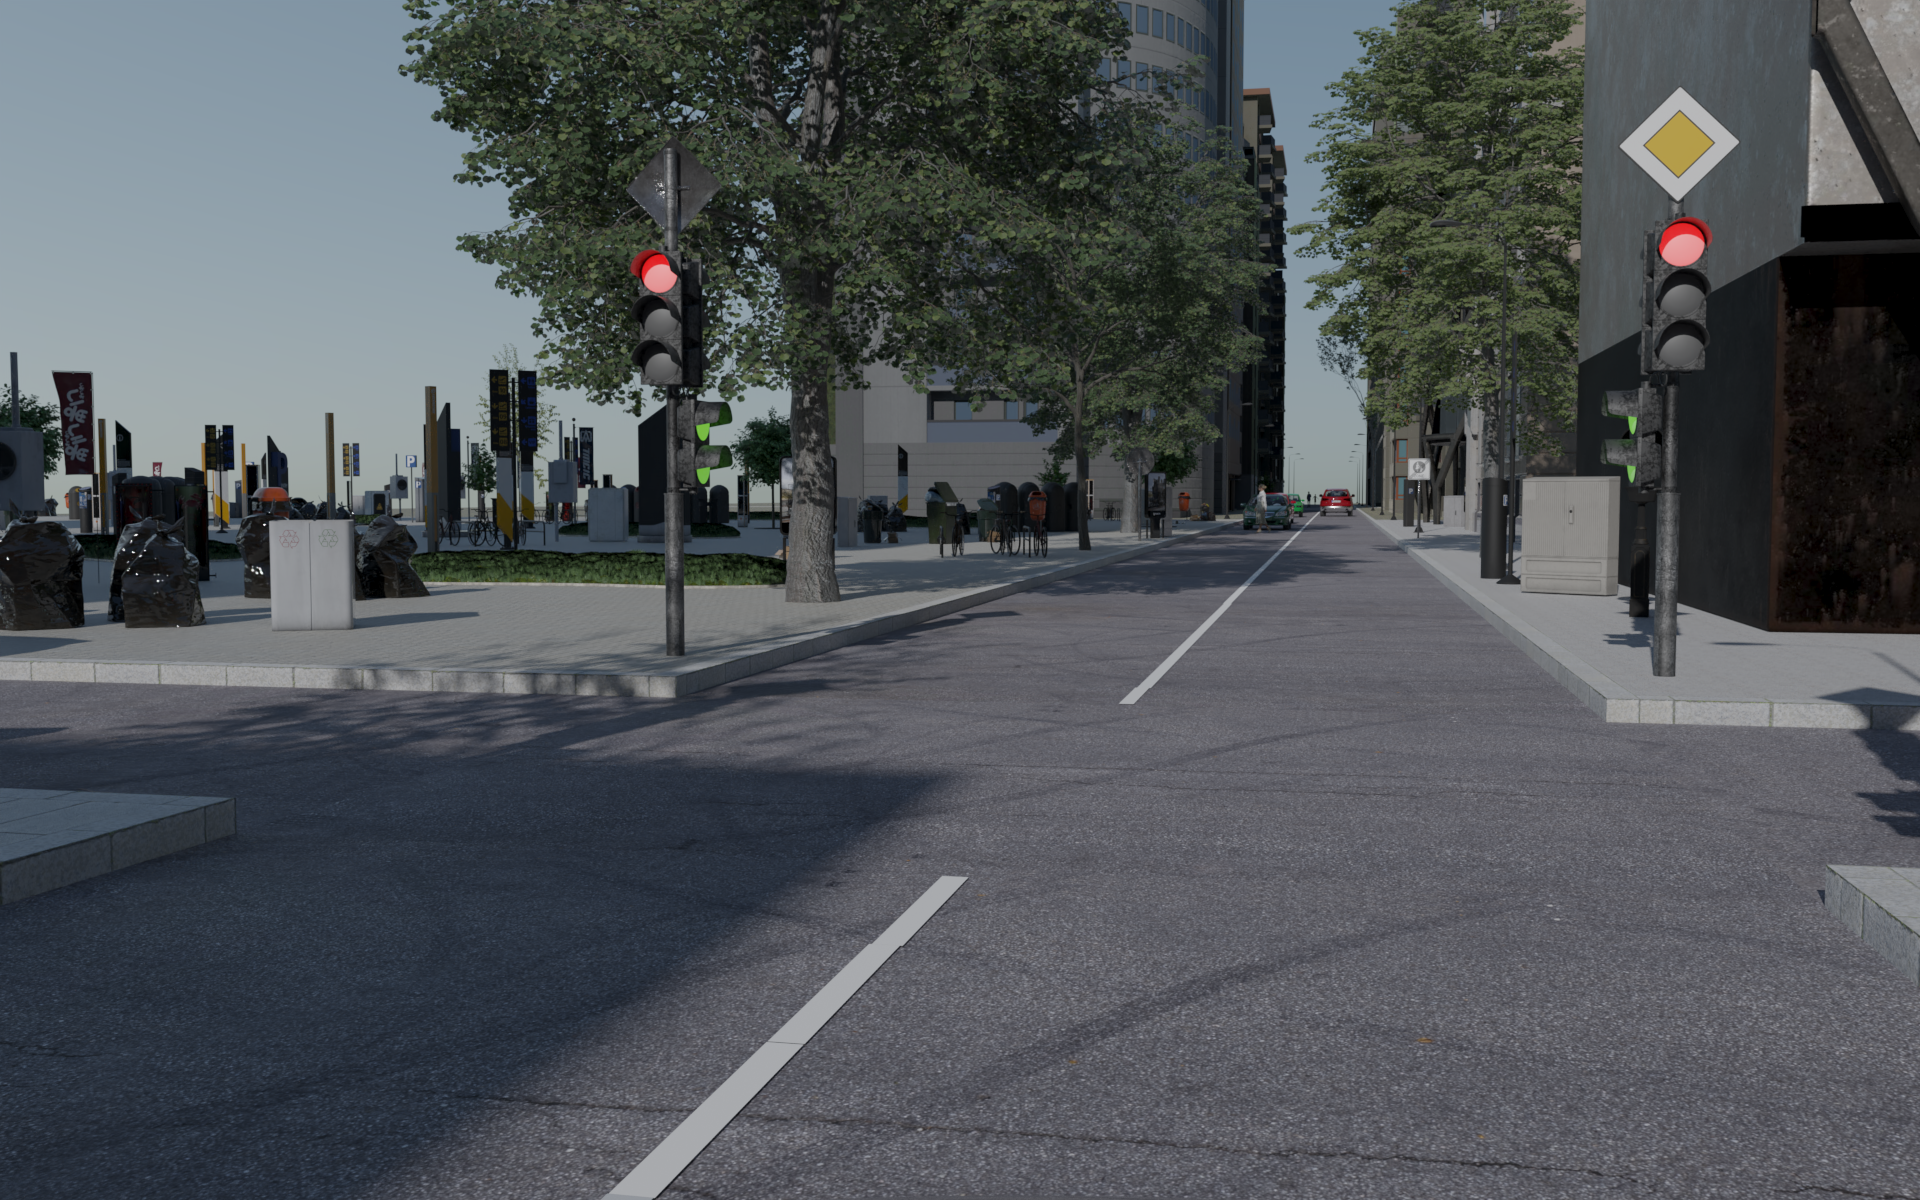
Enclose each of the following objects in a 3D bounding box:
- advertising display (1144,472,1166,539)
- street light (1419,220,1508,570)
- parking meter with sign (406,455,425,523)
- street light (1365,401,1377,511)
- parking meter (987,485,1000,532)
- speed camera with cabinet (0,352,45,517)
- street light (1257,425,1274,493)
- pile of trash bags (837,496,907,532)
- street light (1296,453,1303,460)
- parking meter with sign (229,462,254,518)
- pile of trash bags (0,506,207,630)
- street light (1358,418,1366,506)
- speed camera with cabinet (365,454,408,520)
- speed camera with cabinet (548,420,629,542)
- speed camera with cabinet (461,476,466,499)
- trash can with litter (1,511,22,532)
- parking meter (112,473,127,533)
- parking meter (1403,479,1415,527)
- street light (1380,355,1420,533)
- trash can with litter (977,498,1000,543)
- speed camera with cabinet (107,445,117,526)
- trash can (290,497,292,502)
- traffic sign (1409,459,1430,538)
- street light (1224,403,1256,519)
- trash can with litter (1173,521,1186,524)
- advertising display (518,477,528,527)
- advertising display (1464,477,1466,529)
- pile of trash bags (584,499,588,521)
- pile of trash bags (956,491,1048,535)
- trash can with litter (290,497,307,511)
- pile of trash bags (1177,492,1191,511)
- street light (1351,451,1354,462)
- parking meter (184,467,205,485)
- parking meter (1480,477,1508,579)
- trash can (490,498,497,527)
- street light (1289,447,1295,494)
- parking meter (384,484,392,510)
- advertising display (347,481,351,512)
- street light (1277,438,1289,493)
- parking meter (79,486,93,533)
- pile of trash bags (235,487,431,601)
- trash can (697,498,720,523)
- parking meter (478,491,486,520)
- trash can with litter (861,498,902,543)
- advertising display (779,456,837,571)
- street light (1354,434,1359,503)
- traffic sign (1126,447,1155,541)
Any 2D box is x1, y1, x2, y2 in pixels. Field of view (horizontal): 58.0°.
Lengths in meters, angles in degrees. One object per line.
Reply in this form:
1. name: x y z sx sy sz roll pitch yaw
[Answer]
1. advertising display: 5.648 -2.744 50.084 0.123 1.923 0.974 3 5 40
2. street light: 8.651 -3.478 29.413 1.470 5.913 1.316 1 4 12
3. parking meter with sign: -24.312 -5.031 78.519 0.543 3.016 1.738 1 4 21
4. street light: 20.779 -6.880 85.027 1.470 5.913 1.316 1 4 12
5. parking meter: 0.970 -2.517 49.559 0.372 1.533 0.369 0 3 0
6. speed camera with cabinet: -13.866 -1.817 24.051 2.038 3.252 0.660 0 4 3
7. street light: 20.337 -8.791 116.275 1.470 5.913 1.316 1 4 12
8. pile of trash bags: -3.616 -2.998 58.768 3.447 1.369 1.912 -1 4 -23
9. street light: 38.145 -13.784 197.901 1.470 5.913 1.316 1 4 12
10. parking meter with sign: -38.414 -5.890 92.570 0.543 3.016 1.738 1 4 9
11. pile of trash bags: -9.218 -0.443 16.998 3.447 1.369 1.912 -1 4 -16
12. street light: 25.138 -8.118 105.277 1.470 5.913 1.316 1 4 12
13. speed camera with cabinet: -27.825 -5.486 84.027 0.660 3.252 2.038 3 5 40
14. speed camera with cabinet: -10.021 -3.203 46.705 2.038 3.252 0.660 0 3 0
15. speed camera with cabinet: -24.600 -5.429 83.104 0.660 3.252 2.038 1 4 23
16. trash can with litter: -30.942 -2.734 56.082 1.055 1.170 0.624 -2 4 -28
17. parking meter: -23.147 -2.570 47.734 0.399 1.863 0.255 3 4 36
18. parking meter: 17.598 -3.802 67.870 0.399 1.863 0.255 -1 4 -20
19. street light: 14.716 -5.195 57.480 1.470 5.913 1.316 1 4 12
20. trash can with litter: 0.869 -2.131 46.223 0.624 1.170 1.055 -2 4 -25
21. speed camera with cabinet: -33.212 -4.610 69.706 2.038 3.252 0.660 -1 4 -10
22. trash can: -35.030 -4.788 89.940 0.748 1.137 0.748 0 3 0
23. traffic sign: 13.300 -2.941 50.212 0.606 2.300 0.079 1 4 18
24. street light: 14.230 -7.095 88.544 1.470 5.913 1.316 1 4 12
25. trash can with litter: 8.692 -3.855 74.091 2.233 1.210 1.678 -1 4 -14
26. advertising display: -16.634 -3.742 66.395 0.123 1.923 0.974 -3 5 -41
27. advertising display: 19.024 -3.591 63.919 0.123 1.923 0.974 -2 4 -35
28. pile of trash bags: -17.312 -4.557 84.259 1.912 1.369 3.447 -1 4 -10
29. pile of trash bags: 1.091 -2.765 54.963 3.447 1.369 1.912 1 4 14
30. trash can with litter: -22.985 -2.996 60.376 0.624 1.170 1.055 0 4 -3
31. pile of trash bags: 9.849 -4.612 85.156 3.447 1.369 1.912 3 5 41
32. street light: 37.160 -11.488 160.363 1.470 5.913 1.316 1 4 12
33. parking meter: -16.650 -1.958 37.732 0.399 1.863 0.255 2 4 28
34. parking meter: 8.104 -1.093 26.277 0.372 1.533 0.369 0 3 0
35. trash can: -16.866 -3.177 63.599 0.748 1.137 0.748 0 3 0
36. street light: 31.939 -12.072 169.919 1.470 5.913 1.316 1 4 12
37. parking meter: -31.951 -5.566 96.711 0.399 1.863 0.255 -3 4 -36
38. advertising display: -29.540 -4.806 83.786 0.123 1.923 0.974 -1 4 -13
39. street light: 26.437 -10.520 144.542 1.470 5.913 1.316 1 4 12
40. parking meter: -28.795 -2.975 57.051 0.372 1.533 0.369 0 3 0
41. pile of trash bags: -8.247 -0.752 22.042 1.912 1.369 3.447 -3 5 -43
42. trash can: -8.316 -2.787 57.219 0.748 1.137 0.748 0 3 0
43. parking meter: -24.047 -4.810 87.058 0.372 1.533 0.369 0 3 0
44. trash can with litter: -2.053 -2.072 45.265 1.055 1.170 0.624 -1 4 -9
45. advertising display: -2.548 -1.462 29.113 0.974 1.923 0.123 1 4 11
46. street light: 31.143 -9.800 132.765 1.470 5.913 1.316 1 4 12
47. traffic sign: 4.881 -2.867 46.974 0.768 2.556 0.104 1 4 16
